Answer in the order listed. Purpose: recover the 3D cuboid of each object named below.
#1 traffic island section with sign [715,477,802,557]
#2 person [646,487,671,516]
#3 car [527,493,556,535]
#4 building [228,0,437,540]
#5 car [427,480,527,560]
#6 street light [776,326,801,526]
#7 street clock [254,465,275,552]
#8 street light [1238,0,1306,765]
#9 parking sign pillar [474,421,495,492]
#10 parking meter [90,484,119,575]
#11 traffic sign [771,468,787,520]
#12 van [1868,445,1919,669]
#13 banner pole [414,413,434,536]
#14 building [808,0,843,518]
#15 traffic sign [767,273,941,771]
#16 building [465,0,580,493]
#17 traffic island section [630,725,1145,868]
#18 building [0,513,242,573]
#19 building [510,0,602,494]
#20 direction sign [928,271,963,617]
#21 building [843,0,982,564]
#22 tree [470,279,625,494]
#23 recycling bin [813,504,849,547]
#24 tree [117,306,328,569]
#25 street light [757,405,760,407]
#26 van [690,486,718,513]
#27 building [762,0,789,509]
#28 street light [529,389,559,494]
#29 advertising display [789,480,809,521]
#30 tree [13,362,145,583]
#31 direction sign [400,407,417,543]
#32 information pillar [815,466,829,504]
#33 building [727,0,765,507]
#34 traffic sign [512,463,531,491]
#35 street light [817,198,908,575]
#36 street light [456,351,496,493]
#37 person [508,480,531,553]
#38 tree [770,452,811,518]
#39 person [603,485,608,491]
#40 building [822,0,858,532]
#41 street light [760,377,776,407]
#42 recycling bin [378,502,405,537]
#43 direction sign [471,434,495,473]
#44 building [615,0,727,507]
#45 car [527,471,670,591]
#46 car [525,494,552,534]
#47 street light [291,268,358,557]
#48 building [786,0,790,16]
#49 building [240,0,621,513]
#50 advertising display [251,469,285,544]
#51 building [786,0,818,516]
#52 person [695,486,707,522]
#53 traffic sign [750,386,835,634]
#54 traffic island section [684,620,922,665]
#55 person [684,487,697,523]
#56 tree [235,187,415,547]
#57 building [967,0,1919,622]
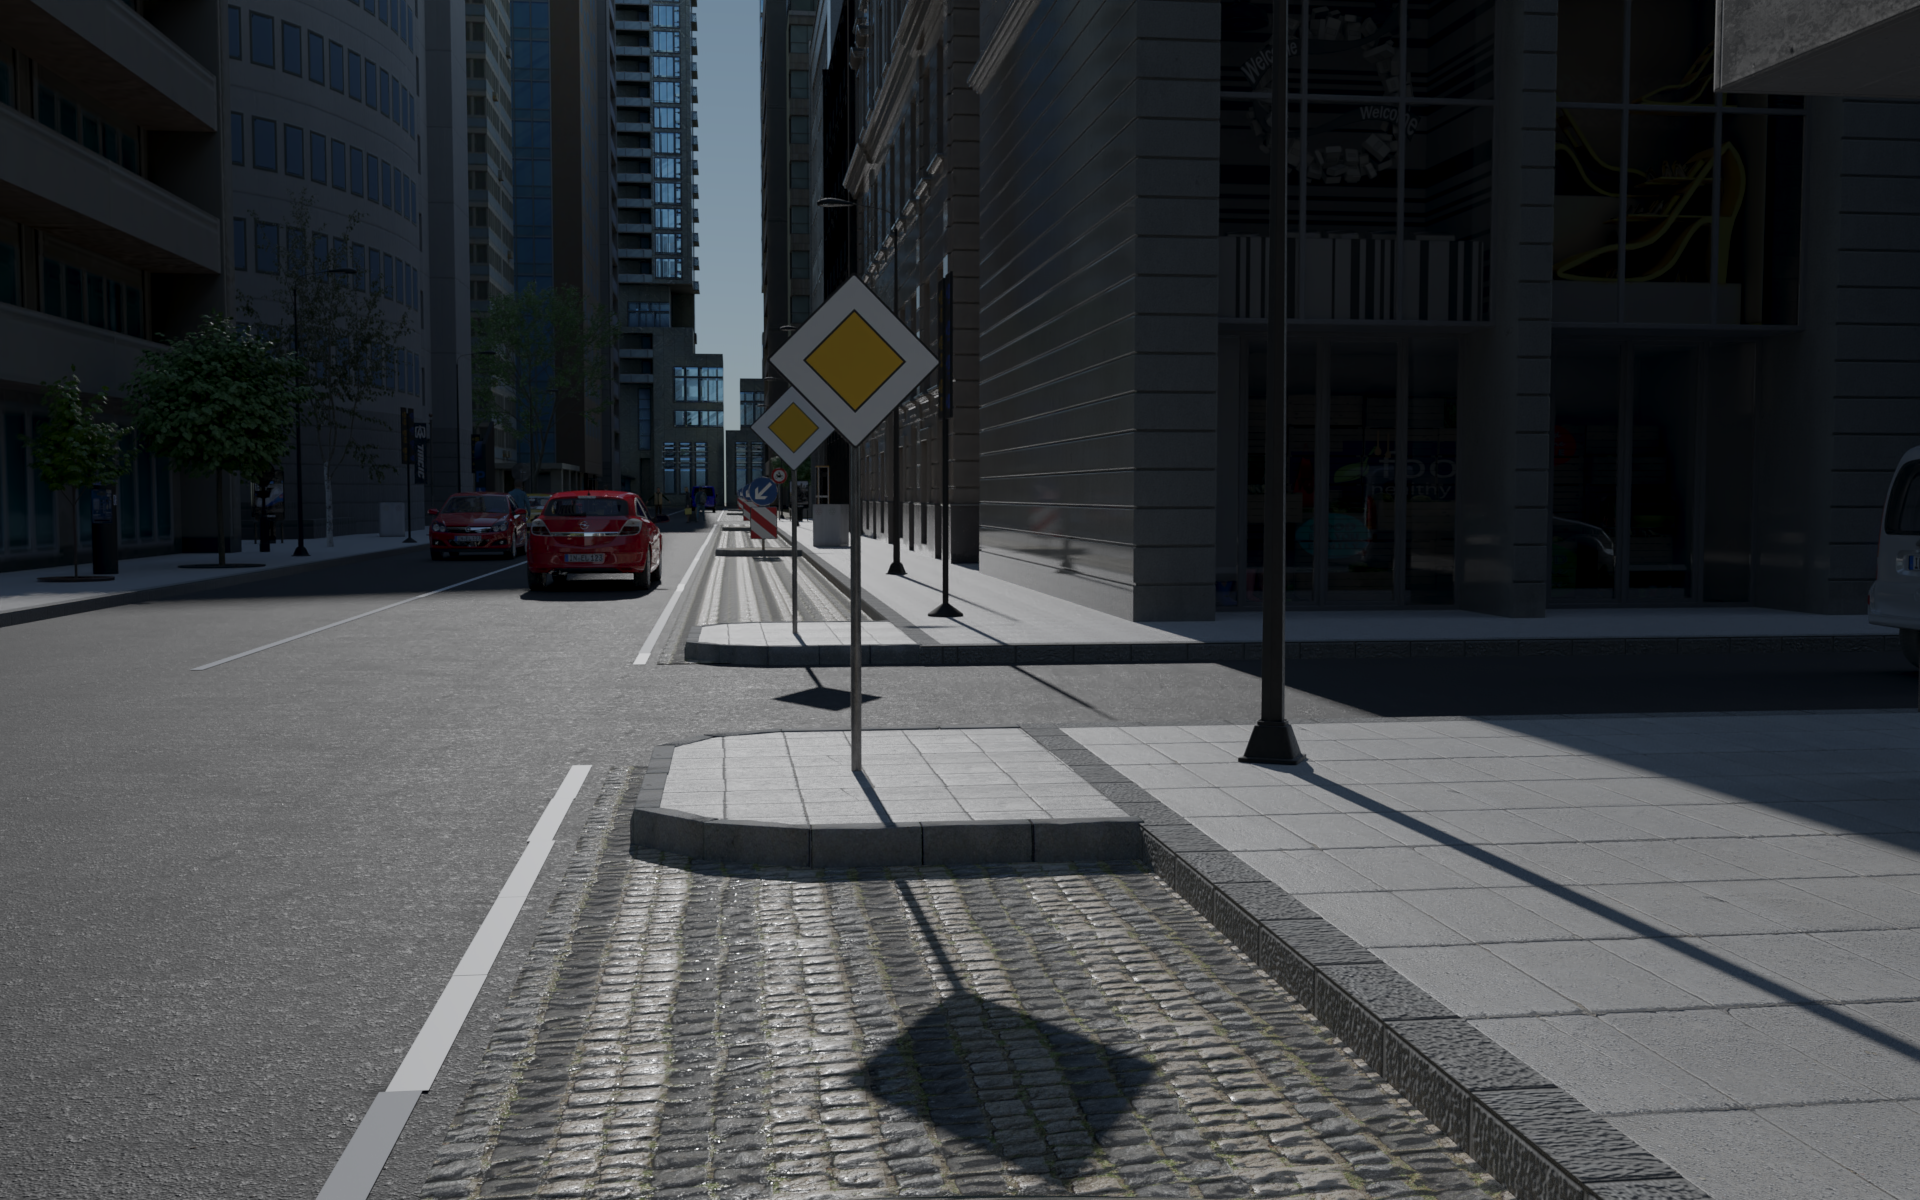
[{"bbox_3d":[-4.702,-1.941,40.360,1.989,1.847,2.006,0,4,-7],"label":"traffic island section with sign"},{"bbox_3d":[-16.786,-5.370,96.401,1.348,1.812,0.705,-1,4,-11],"label":"person"},{"bbox_3d":[-14.572,-3.246,62.120,2.155,1.783,4.494,0,4,-7],"label":"car"},{"bbox_3d":[-29.456,-31.522,57.378,21.231,58.520,28.212,0,4,-7],"label":"building"},{"bbox_3d":[-10.853,-1.842,39.160,2.155,1.783,4.494,-1,4,-9],"label":"car"},{"bbox_3d":[-4.277,-4.621,48.094,1.470,5.913,1.316,0,4,-7],"label":"street light"},{"bbox_3d":[-15.393,-2.063,38.293,0.471,2.002,0.358,-2,4,-34],"label":"street clock"},{"bbox_3d":[0.970,-2.176,8.113,1.470,5.913,1.316,0,4,-7],"label":"street light"},{"bbox_3d":[-17.419,-4.589,63.505,1.447,3.967,1.447,0,4,-1],"label":"parking sign pillar"},{"bbox_3d":[-13.687,-1.180,27.706,0.372,1.533,0.369,0,3,0],"label":"parking meter"},{"bbox_3d":[-8.790,-5.147,84.265,0.768,2.556,0.104,0,4,-5],"label":"traffic sign"},{"bbox_3d":[9.316,-0.388,13.362,4.112,2.044,2.013,0,4,-7],"label":"van"},{"bbox_3d":[-16.508,-3.882,53.485,0.401,3.779,0.863,3,4,38],"label":"banner pole"},{"bbox_3d":[-0.628,-16.133,81.800,12.078,24.808,19.932,0,4,-7],"label":"building"},{"bbox_3d":[-0.484,-0.265,7.972,0.795,2.450,0.064,0,4,-7],"label":"traffic sign"},{"bbox_3d":[-38.814,-24.879,98.651,32.217,40.220,23.993,0,4,-7],"label":"building"},{"bbox_3d":[-0.461,0.870,8.052,2.009,0.180,2.903,0,4,-7],"label":"traffic island section"},{"bbox_3d":[-25.111,-24.552,25.125,21.300,48.544,21.600,0,4,-7],"label":"building"},{"bbox_3d":[-35.157,-29.503,132.492,14.600,45.320,14.200,0,4,-7],"label":"building"},{"bbox_3d":[-0.152,-1.597,18.105,0.379,3.537,0.876,-1,4,-9],"label":"direction sign"},{"bbox_3d":[3.846,-15.073,43.700,12.463,27.353,25.104,0,4,-7],"label":"building"},{"bbox_3d":[-20.229,-9.605,82.803,9.928,11.665,9.643,0,3,0],"label":"tree"},{"bbox_3d":[-3.171,-1.835,42.553,0.722,1.027,0.722,1,4,15],"label":"recycling bin"},{"bbox_3d":[-12.930,-2.857,30.427,4.285,4.588,4.351,0,3,0],"label":"tree"},{"bbox_3d":[-9.823,-7.189,90.087,1.470,5.913,1.316,0,4,-7],"label":"street light"},{"bbox_3d":[-20.144,-8.055,136.085,2.240,2.365,5.245,0,4,-8],"label":"van"},{"bbox_3d":[-6.756,-32.510,155.237,21.300,48.544,21.600,0,4,-7],"label":"building"},{"bbox_3d":[-18.452,-6.372,76.731,1.470,5.913,1.316,0,4,-7],"label":"street light"},{"bbox_3d":[-7.624,-4.691,81.915,0.974,1.923,0.123,-2,4,-24],"label":"advertising display"},{"bbox_3d":[-13.005,-1.883,25.397,1.663,3.219,1.824,0,3,0],"label":"tree"},{"bbox_3d":[-14.508,-3.276,45.554,0.379,3.537,0.876,0,4,3],"label":"direction sign"},{"bbox_3d":[-3.602,-2.498,45.335,0.304,2.012,0.304,-1,4,-17],"label":"information pillar"},{"bbox_3d":[-9.630,-53.337,184.727,31.000,86.520,22.319,0,4,-7],"label":"building"},{"bbox_3d":[-17.759,-4.282,70.112,0.768,2.556,0.104,0,4,-4],"label":"traffic sign"},{"bbox_3d":[-1.550,-3.357,27.436,1.470,5.913,1.316,0,4,-7],"label":"street light"},{"bbox_3d":[-15.713,-5.115,56.179,1.470,5.913,1.316,0,4,-7],"label":"street light"},{"bbox_3d":[-10.720,-2.027,41.981,0.601,1.785,0.444,0,4,-6],"label":"person"},{"bbox_3d":[-8.826,-6.756,94.181,4.285,4.588,4.351,0,3,0],"label":"tree"},{"bbox_3d":[-15.157,-4.057,74.739,0.836,1.842,0.656,-1,4,-10],"label":"person"},{"bbox_3d":[1.505,-14.339,64.120,12.332,23.373,15.834,0,4,-7],"label":"building"},{"bbox_3d":[-7.090,-5.906,69.103,1.470,5.913,1.316,0,4,-7],"label":"street light"},{"bbox_3d":[-17.101,-2.420,52.114,0.722,1.027,0.722,-1,4,-21],"label":"recycling bin"},{"bbox_3d":[-18.022,-4.494,65.480,0.876,3.537,0.379,0,4,1],"label":"direction sign"},{"bbox_3d":[-40.643,-53.124,181.244,31.000,86.520,22.319,0,4,-7],"label":"building"},{"bbox_3d":[-5.689,-1.115,27.277,2.155,1.783,4.494,0,4,-6],"label":"car"},{"bbox_3d":[-13.952,-2.836,56.585,2.015,1.641,3.980,0,4,-7],"label":"car"},{"bbox_3d":[-13.061,-3.858,35.625,1.470,5.913,1.316,0,4,-7],"label":"street light"},{"bbox_3d":[-1.451,-31.151,128.933,23.786,49.044,30.456,0,4,-7],"label":"building"},{"bbox_3d":[-44.245,-37.196,150.148,28.212,58.520,21.231,0,4,-7],"label":"building"},{"bbox_3d":[-17.874,-2.418,44.747,0.123,1.923,0.974,2,4,27],"label":"advertising display"},{"bbox_3d":[-3.557,-20.442,105.933,14.160,30.474,14.107,0,4,-7],"label":"building"},{"bbox_3d":[-13.305,-4.902,88.627,0.794,1.824,0.713,1,4,17],"label":"person"},{"bbox_3d":[-1.523,-0.749,15.890,0.795,2.450,0.064,0,4,-7],"label":"traffic sign"},{"bbox_3d":[-1.501,0.386,15.970,2.009,0.180,2.903,0,4,-7],"label":"traffic island section"},{"bbox_3d":[-13.512,-4.771,86.719,0.699,1.804,1.509,1,4,15],"label":"person"},{"bbox_3d":[-15.233,-5.584,41.668,4.360,8.622,3.978,0,3,0],"label":"tree"},{"bbox_3d":[15.633,-15.058,23.686,29.804,29.767,11.434,0,4,-7],"label":"building"}]
